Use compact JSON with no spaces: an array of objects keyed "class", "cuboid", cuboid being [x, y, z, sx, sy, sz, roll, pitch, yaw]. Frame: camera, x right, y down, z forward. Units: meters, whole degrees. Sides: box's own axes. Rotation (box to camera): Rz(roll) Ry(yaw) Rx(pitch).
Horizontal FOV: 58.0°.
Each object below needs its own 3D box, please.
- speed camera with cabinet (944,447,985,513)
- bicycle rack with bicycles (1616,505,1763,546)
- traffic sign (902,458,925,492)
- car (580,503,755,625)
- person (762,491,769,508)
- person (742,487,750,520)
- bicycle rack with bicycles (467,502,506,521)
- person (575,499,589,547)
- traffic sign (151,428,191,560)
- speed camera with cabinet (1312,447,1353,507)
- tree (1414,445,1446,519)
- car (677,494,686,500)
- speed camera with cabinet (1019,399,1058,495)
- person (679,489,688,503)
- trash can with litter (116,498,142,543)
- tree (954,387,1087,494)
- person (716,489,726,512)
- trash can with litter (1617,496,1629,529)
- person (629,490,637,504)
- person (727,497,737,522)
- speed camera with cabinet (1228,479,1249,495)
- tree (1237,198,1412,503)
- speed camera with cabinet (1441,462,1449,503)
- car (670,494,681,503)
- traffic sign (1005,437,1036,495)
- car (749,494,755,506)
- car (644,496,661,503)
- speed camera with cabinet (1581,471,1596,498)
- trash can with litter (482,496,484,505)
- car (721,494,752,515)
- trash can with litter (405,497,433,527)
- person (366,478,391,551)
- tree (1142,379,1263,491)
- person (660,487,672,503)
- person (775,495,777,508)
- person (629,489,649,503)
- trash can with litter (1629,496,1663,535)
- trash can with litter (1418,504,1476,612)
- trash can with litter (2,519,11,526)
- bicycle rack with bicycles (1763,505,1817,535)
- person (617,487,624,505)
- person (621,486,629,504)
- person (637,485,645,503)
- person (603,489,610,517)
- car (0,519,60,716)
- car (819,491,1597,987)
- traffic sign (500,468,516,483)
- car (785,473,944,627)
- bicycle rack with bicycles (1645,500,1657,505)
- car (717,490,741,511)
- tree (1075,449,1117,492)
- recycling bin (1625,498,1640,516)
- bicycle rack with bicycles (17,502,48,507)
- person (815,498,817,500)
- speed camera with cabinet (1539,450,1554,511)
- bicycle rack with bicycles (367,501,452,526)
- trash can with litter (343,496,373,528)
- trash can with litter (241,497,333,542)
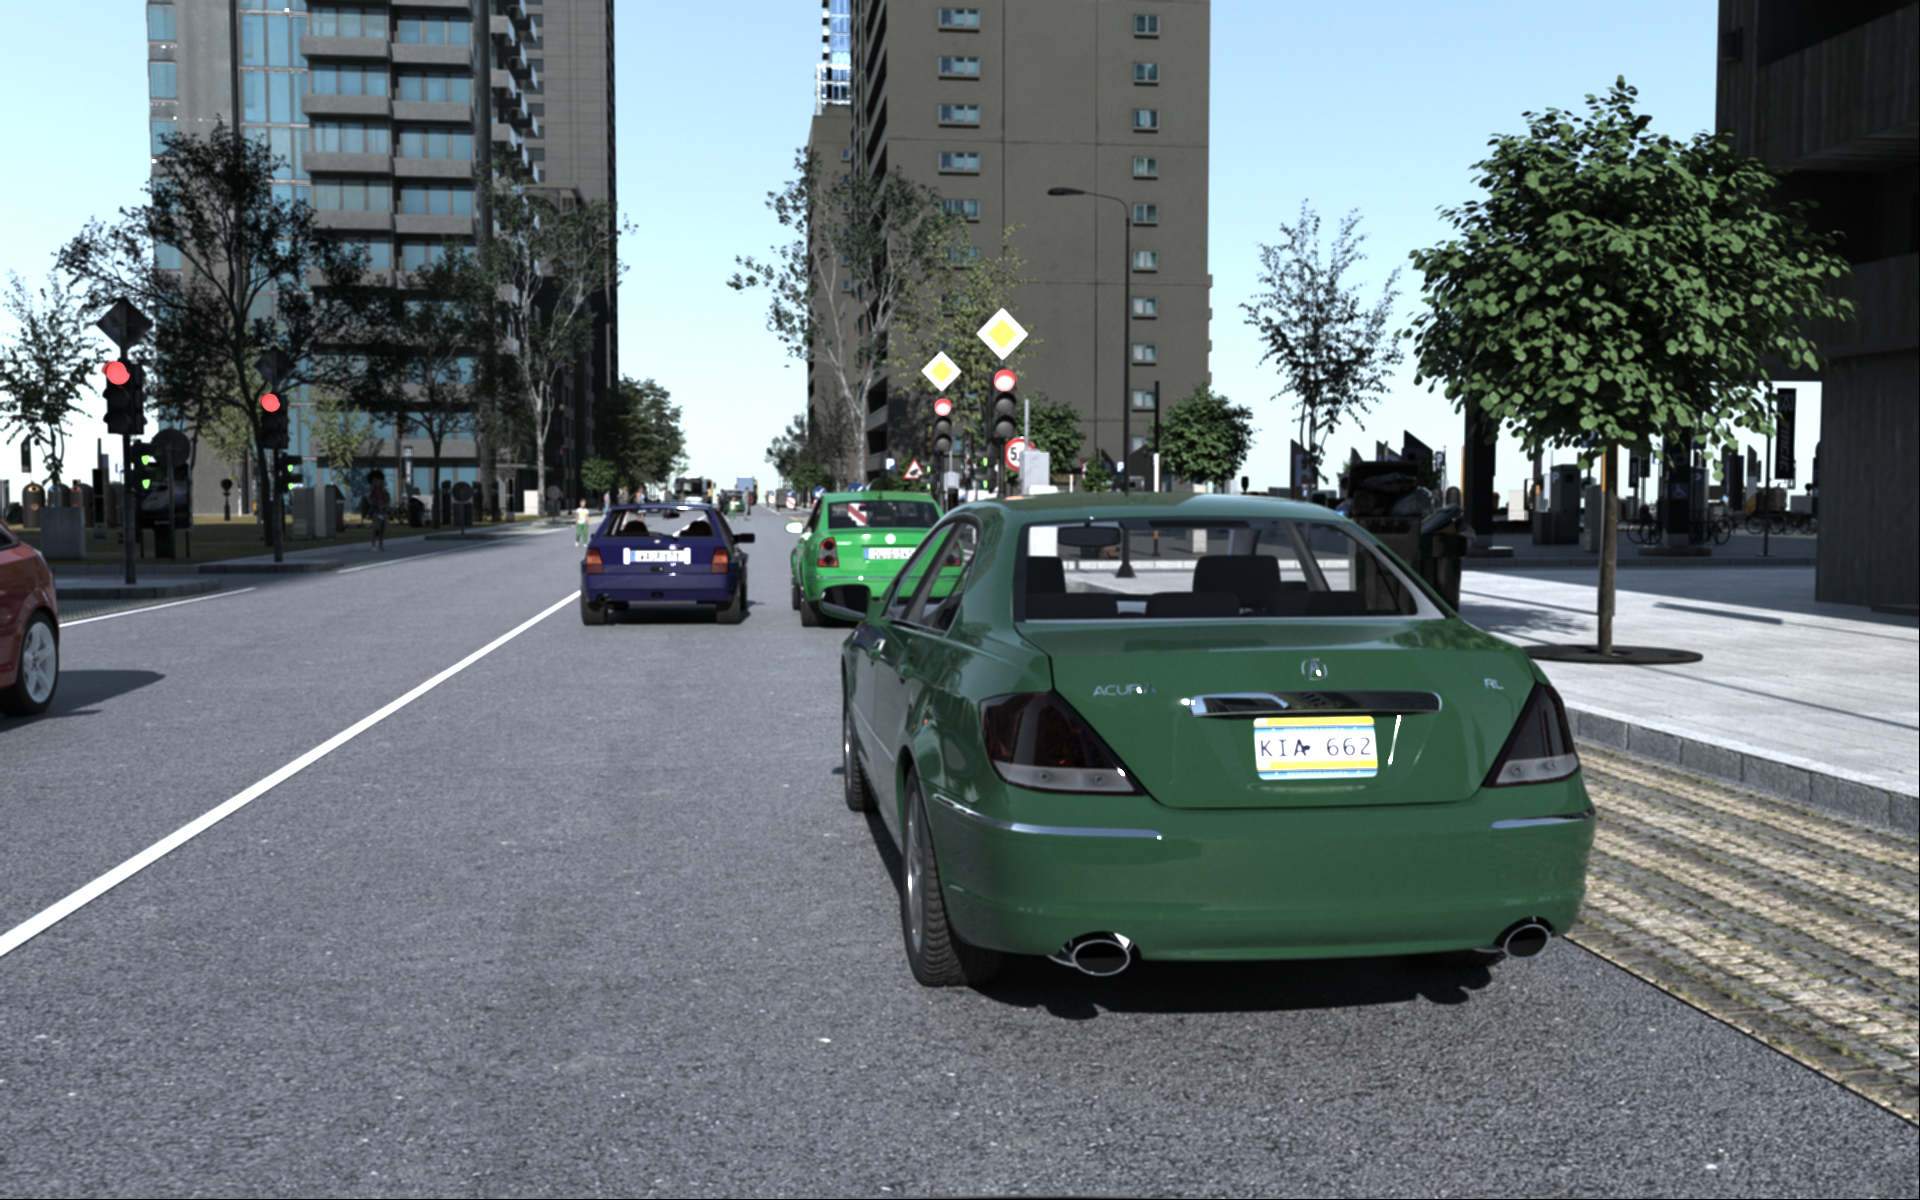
[{"class":"speed camera with cabinet","cuboid":[0.236,-4.777,72.442,2.038,3.252,0.660,-1,4,-15]},{"class":"bicycle rack with bicycles","cuboid":[18.242,-1.885,44.206,2.925,0.926,2.852,0,4,-5]},{"class":"traffic sign","cuboid":[-1.612,-3.772,61.677,0.884,2.594,0.081,0,4,1]},{"class":"car","cuboid":[-3.393,-0.472,20.290,1.945,1.354,3.894,0,4,-5]},{"class":"person","cuboid":[-20.199,-10.467,180.160,0.750,1.759,0.617,0,4,-1]},{"class":"person","cuboid":[-11.661,-5.256,94.542,0.391,1.810,0.635,0,4,2]},{"class":"bicycle rack with bicycles","cuboid":[-22.785,-4.184,81.784,2.925,0.926,2.852,-1,4,-15]},{"class":"person","cuboid":[-10.205,-2.079,46.741,0.306,1.304,0.590,-2,4,-35]},{"class":"traffic sign","cuboid":[-15.279,-2.045,33.546,0.768,2.556,0.104,0,4,-3]},{"class":"speed camera with cabinet","cuboid":[15.715,-4.790,72.650,2.038,3.252,0.660,3,5,40]},{"class":"tree","cuboid":[18.247,-4.507,68.293,1.663,3.219,1.824,0,3,0]},{"class":"car","cuboid":[-24.457,-8.314,147.728,2.131,1.459,4.920,-1,4,-9]},{"class":"speed camera with cabinet","cuboid":[1.612,-2.513,35.431,0.660,3.252,2.038,0,4,-3]},{"class":"person","cuboid":[-21.994,-7.893,137.559,0.705,1.824,1.348,1,4,19]},{"class":"trash can with litter","cuboid":[-21.761,-2.086,45.488,0.624,1.170,1.055,-1,4,-12]},{"class":"tree","cuboid":[2.272,-4.258,53.324,4.285,4.588,4.351,0,3,0]},{"class":"person","cuboid":[-18.593,-7.754,135.266,0.705,1.826,1.348,1,4,23]},{"class":"trash can with litter","cuboid":[23.281,-3.117,62.019,2.233,1.210,1.678,0,4,5]},{"class":"person","cuboid":[-22.529,-6.805,120.486,0.721,1.735,1.217,3,5,43]},{"class":"person","cuboid":[-11.807,-4.711,89.773,0.590,1.304,0.306,2,4,35]},{"class":"speed camera with cabinet","cuboid":[16.859,-6.790,105.345,0.660,3.252,2.038,-2,4,-23]},{"class":"tree","cuboid":[9.165,-5.733,44.105,4.360,8.622,3.978,0,3,0]},{"class":"speed camera with cabinet","cuboid":[30.116,-6.962,108.167,0.660,3.252,2.038,1,4,12]},{"class":"car","cuboid":[-23.844,-7.975,142.189,2.131,1.459,4.920,0,4,-6]},{"class":"traffic sign","cuboid":[1.345,-2.375,38.935,0.768,2.556,0.104,0,4,2]},{"class":"car","cuboid":[-26.296,-12.466,212.851,2.155,1.783,4.494,0,4,-7]},{"class":"car","cuboid":[-20.008,-6.150,113.138,1.945,1.354,3.894,-1,4,-8]},{"class":"speed camera with cabinet","cuboid":[33.173,-6.055,93.337,2.038,3.252,0.660,3,5,41]},{"class":"trash can with litter","cuboid":[-29.048,-5.761,105.257,1.678,1.210,2.233,-3,5,-45]},{"class":"car","cuboid":[-15.372,-6.566,119.150,2.131,1.459,4.920,0,4,-8]},{"class":"trash can with litter","cuboid":[-20.852,-3.395,66.900,0.624,1.170,1.055,2,4,32]},{"class":"person","cuboid":[-14.599,-2.141,43.476,0.573,1.828,0.580,0,4,-5]},{"class":"tree","cuboid":[6.920,-4.003,49.158,4.285,4.588,4.351,0,3,0]},{"class":"person","cuboid":[-16.630,-5.465,97.954,0.679,1.850,0.850,-1,4,-18]},{"class":"person","cuboid":[-18.692,-10.298,177.816,0.756,1.711,0.436,-3,4,-37]},{"class":"person","cuboid":[-20.343,-6.191,109.810,1.348,1.812,0.705,0,4,4]},{"class":"trash can with litter","cuboid":[22.507,-2.698,55.176,1.678,1.210,2.233,2,4,32]},{"class":"trash can with litter","cuboid":[4.939,-0.441,18.601,1.055,1.170,0.624,-1,4,-11]},{"class":"trash can with litter","cuboid":[-38.477,-3.529,69.085,1.055,1.170,0.624,-1,4,-22]},{"class":"bicycle rack with bicycles","cuboid":[26.192,-2.571,55.421,2.852,0.926,2.925,-2,4,-30]},{"class":"person","cuboid":[-19.582,-5.617,100.309,0.822,1.834,0.622,-3,4,-37]},{"class":"person","cuboid":[-14.344,-3.980,74.114,0.362,1.759,0.519,0,4,2]},{"class":"person","cuboid":[-14.033,-4.115,75.866,0.778,1.811,0.616,1,4,8]},{"class":"person","cuboid":[-21.937,-6.003,107.485,0.643,1.720,0.563,-2,4,-35]},{"class":"car","cuboid":[-6.681,-0.042,9.721,2.155,1.783,4.494,0,4,-7]},{"class":"car","cuboid":[0.567,0.320,6.565,2.131,1.459,4.920,0,4,-8]},{"class":"traffic sign","cuboid":[-21.782,-5.100,83.499,0.768,2.556,0.104,0,4,-3]},{"class":"car","cuboid":[-1.025,-0.694,20.136,1.959,1.807,4.718,0,4,-8]},{"class":"bicycle rack with bicycles","cuboid":[45.048,-6.005,111.567,2.925,0.926,2.852,1,4,15]},{"class":"car","cuboid":[-19.354,-8.403,146.056,2.281,1.827,5.304,-1,4,-9]},{"class":"tree","cuboid":[5.403,-4.679,71.099,1.663,3.219,1.824,0,3,0]},{"class":"recycling bin","cuboid":[39.168,-5.408,100.969,0.722,1.027,0.722,-3,5,-44]},{"class":"bicycle rack with bicycles","cuboid":[-42.755,-4.121,80.761,2.852,0.926,2.925,0,4,2]},{"class":"person","cuboid":[-8.079,-5.189,97.610,0.475,1.303,0.640,-2,4,-24]},{"class":"speed camera with cabinet","cuboid":[26.027,-5.084,77.452,0.660,3.252,2.038,0,4,-1]},{"class":"bicycle rack with bicycles","cuboid":[-22.860,-3.534,71.168,2.925,0.926,2.852,1,4,20]},{"class":"trash can with litter","cuboid":[-22.909,-3.362,66.031,2.233,1.210,1.678,0,4,-2]},{"class":"trash can with litter","cuboid":[-18.477,-2.239,47.662,2.233,1.210,1.678,0,4,-6]}]
